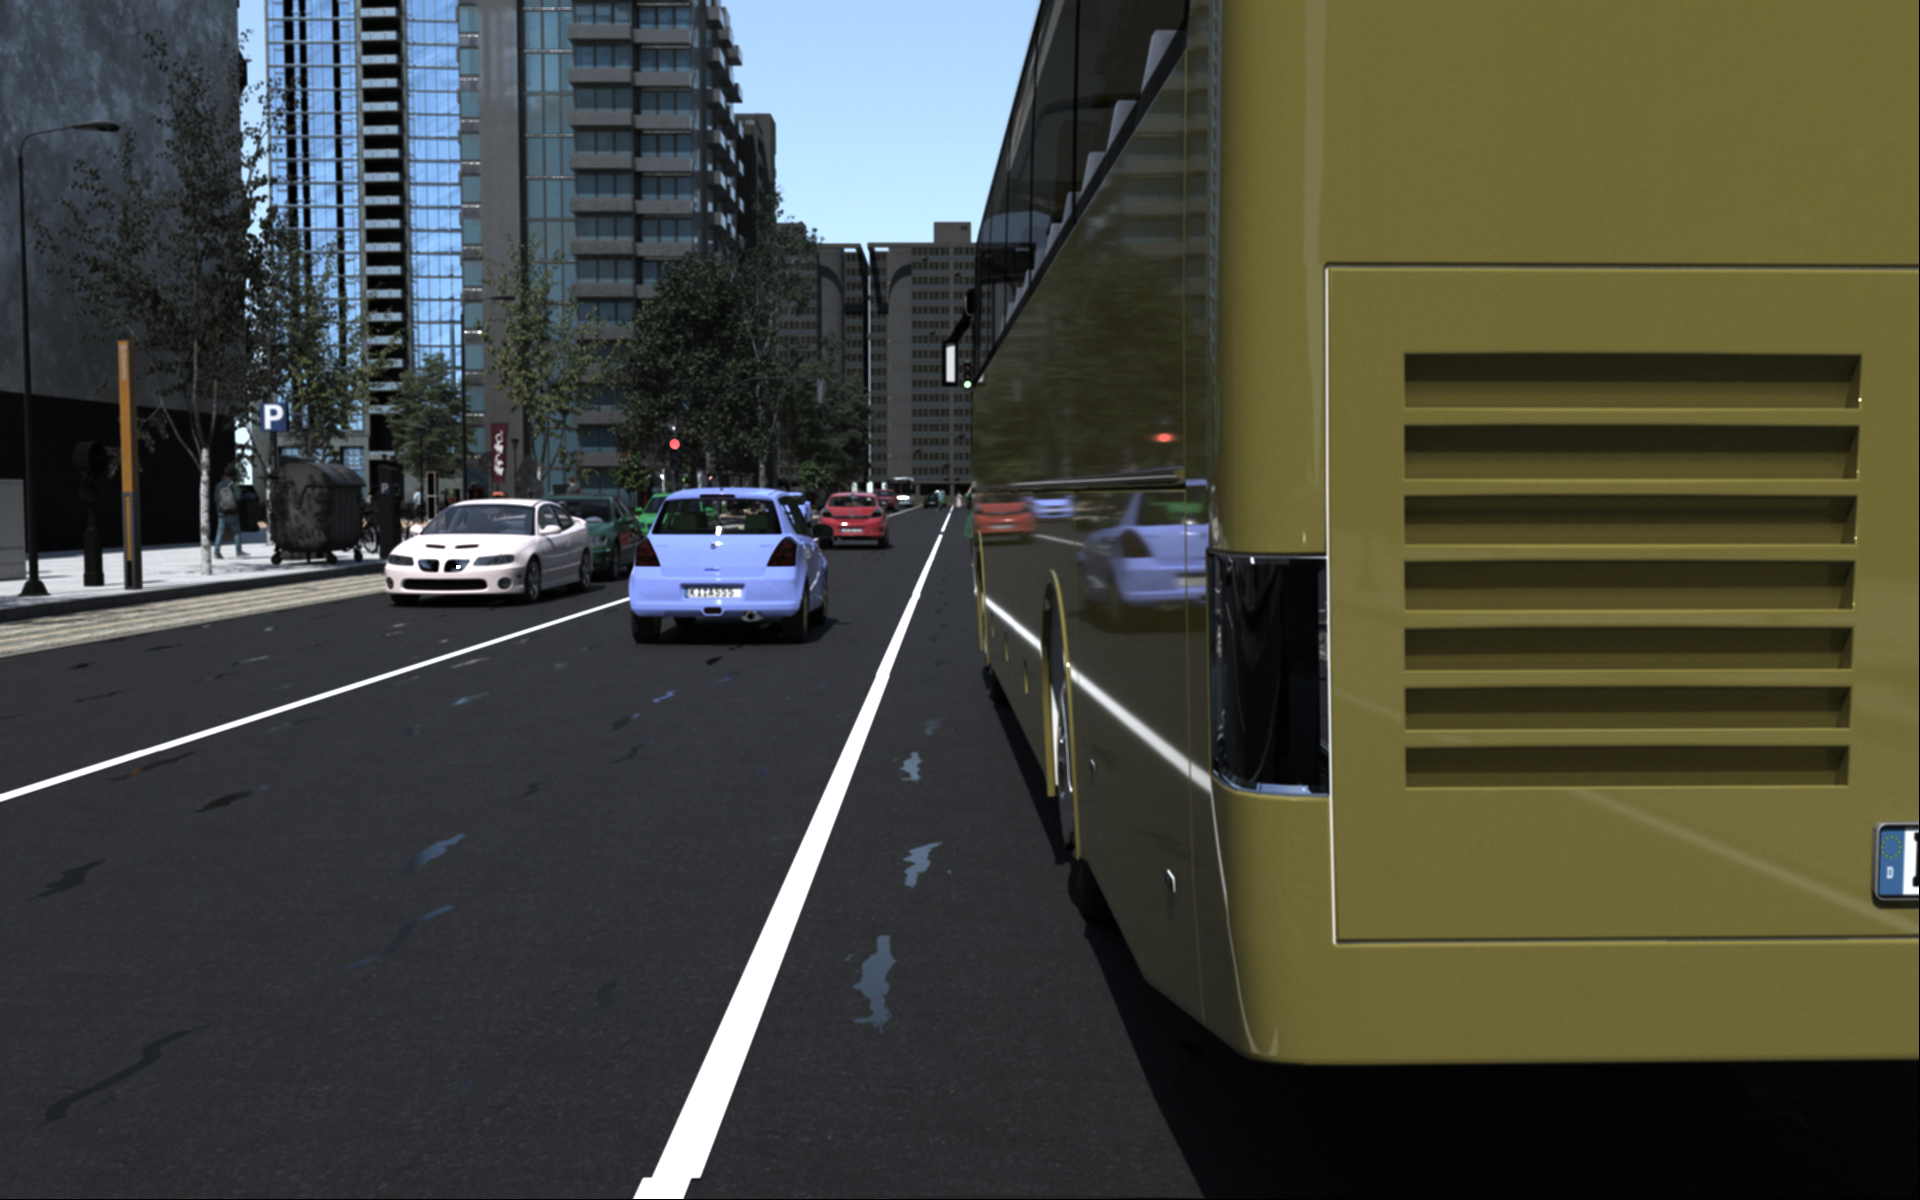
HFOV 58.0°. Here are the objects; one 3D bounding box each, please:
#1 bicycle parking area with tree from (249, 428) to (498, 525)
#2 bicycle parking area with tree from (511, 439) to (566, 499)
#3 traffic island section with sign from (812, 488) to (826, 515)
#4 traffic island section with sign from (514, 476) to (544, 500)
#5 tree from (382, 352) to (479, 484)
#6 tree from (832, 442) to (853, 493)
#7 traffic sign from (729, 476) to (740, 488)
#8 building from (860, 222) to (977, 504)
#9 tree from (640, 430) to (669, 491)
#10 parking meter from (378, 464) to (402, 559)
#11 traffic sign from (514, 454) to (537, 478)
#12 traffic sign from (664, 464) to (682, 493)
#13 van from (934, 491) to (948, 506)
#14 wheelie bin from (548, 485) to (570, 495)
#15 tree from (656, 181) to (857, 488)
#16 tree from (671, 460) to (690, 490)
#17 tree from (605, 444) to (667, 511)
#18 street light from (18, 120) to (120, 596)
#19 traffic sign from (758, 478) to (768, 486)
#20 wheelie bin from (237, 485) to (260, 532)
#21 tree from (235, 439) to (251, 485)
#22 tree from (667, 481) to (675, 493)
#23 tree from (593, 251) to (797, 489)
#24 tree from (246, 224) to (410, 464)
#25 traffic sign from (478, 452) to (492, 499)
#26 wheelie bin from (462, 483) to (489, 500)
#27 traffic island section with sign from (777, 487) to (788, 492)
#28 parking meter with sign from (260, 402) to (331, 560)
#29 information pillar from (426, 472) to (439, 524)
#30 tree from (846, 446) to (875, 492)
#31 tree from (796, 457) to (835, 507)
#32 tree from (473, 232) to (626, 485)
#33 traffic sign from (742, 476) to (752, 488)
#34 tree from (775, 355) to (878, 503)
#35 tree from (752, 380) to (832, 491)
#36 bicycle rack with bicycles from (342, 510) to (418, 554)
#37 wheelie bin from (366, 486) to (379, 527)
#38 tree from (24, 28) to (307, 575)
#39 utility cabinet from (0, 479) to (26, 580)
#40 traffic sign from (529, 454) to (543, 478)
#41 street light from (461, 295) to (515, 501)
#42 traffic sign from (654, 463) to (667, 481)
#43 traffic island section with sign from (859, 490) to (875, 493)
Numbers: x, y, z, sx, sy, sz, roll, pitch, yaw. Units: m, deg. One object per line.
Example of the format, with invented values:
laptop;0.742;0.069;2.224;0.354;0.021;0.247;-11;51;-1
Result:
bicycle parking area with tree;-26.091;-5.416;75.558;8.231;4.147;9.016;1;4;19
bicycle parking area with tree;-23.925;-6.166;87.821;9.016;4.147;8.231;2;4;27
traffic island section with sign;-9.479;-6.757;119.097;1.989;1.847;2.006;0;3;0
traffic island section with sign;-9.389;-1.763;37.458;1.989;1.847;2.006;0;3;0
tree;-42.126;-13.458;138.164;7.486;12.596;7.792;0;3;0
tree;-12.722;-14.132;181.423;4.737;8.622;4.395;0;3;0
traffic sign;-12.653;-5.816;97.224;0.606;2.300;0.079;0;4;5
building;-1.145;-34.138;250.038;23.993;40.220;32.217;0;3;0
tree;-21.262;-10.500;122.033;4.360;8.622;3.978;0;3;0
parking meter;-11.260;-1.744;34.222;0.399;1.863;0.255;1;4;22
traffic sign;-13.961;-3.418;55.889;0.884;2.594;0.081;0;4;5
traffic sign;-12.050;-4.442;72.729;0.768;2.556;0.104;0;4;7
van;-2.500;-12.726;215.080;2.013;2.044;4.112;0;4;1
wheelie bin;-13.266;-3.045;57.694;0.980;1.594;0.693;-2;4;-26
tree;-12.832;-15.388;107.490;12.611;20.169;13.585;0;3;0
tree;-21.408;-9.589;140.490;4.285;4.588;4.351;0;3;0
tree;-12.656;-4.435;67.113;1.663;3.219;1.824;0;3;0
street light;-11.154;-3.007;21.701;1.470;5.913;1.316;0;3;0
traffic sign;-14.162;-7.608;124.501;0.768;2.556;0.104;0;4;5
wheelie bin;-24.290;-3.122;58.946;0.980;1.594;0.693;1;4;21
tree;-63.112;-10.345;132.040;11.467;7.101;20.602;0;4;3
tree;-21.981;-8.495;133.500;1.663;3.219;1.824;0;3;0
tree;-12.598;-10.089;81.971;9.611;12.733;9.660;0;3;0
tree;-17.838;-5.992;48.330;4.737;8.622;4.395;0;3;0
traffic sign;-14.064;-3.168;51.907;0.768;2.556;0.104;0;4;1
wheelie bin;-13.572;-2.481;48.474;0.693;1.594;0.980;-2;4;-30
traffic island section with sign;-9.441;-5.101;92.026;1.989;1.847;2.006;0;3;0
parking meter with sign;-12.931;-2.300;33.864;0.543;3.016;1.738;1;4;8
information pillar;-17.415;-3.226;57.229;0.304;2.012;0.304;0;4;5
tree;-12.610;-15.859;209.662;4.360;8.622;3.978;0;3;0
tree;-12.401;-10.054;148.093;4.285;4.588;4.351;0;3;0
tree;-11.739;-6.013;48.680;4.737;8.622;4.395;0;3;0
traffic sign;-11.988;-5.836;97.550;0.606;2.300;0.079;0;4;2
tree;-12.103;-15.332;157.336;9.857;13.997;8.962;0;3;0
tree;-13.161;-12.075;131.845;7.601;10.594;8.767;0;4;0
bicycle rack with bicycles;-13.165;-1.465;37.328;2.852;0.926;2.925;-2;4;-31
wheelie bin;-22.630;-3.645;67.506;0.693;1.594;0.980;2;4;26
tree;-12.156;-4.712;27.404;4.360;8.622;3.978;0;3;0
utility cabinet;-14.284;-1.027;25.471;0.318;1.500;1.173;0;4;7
traffic sign;-14.063;-3.465;56.650;0.884;2.594;0.081;0;4;1
street light;-11.074;-4.159;40.536;1.470;5.913;1.316;0;3;0
traffic sign;-12.535;-4.492;73.180;0.795;2.593;0.064;0;4;1
traffic island section with sign;-9.536;-9.846;169.615;1.989;1.847;2.006;0;3;0
